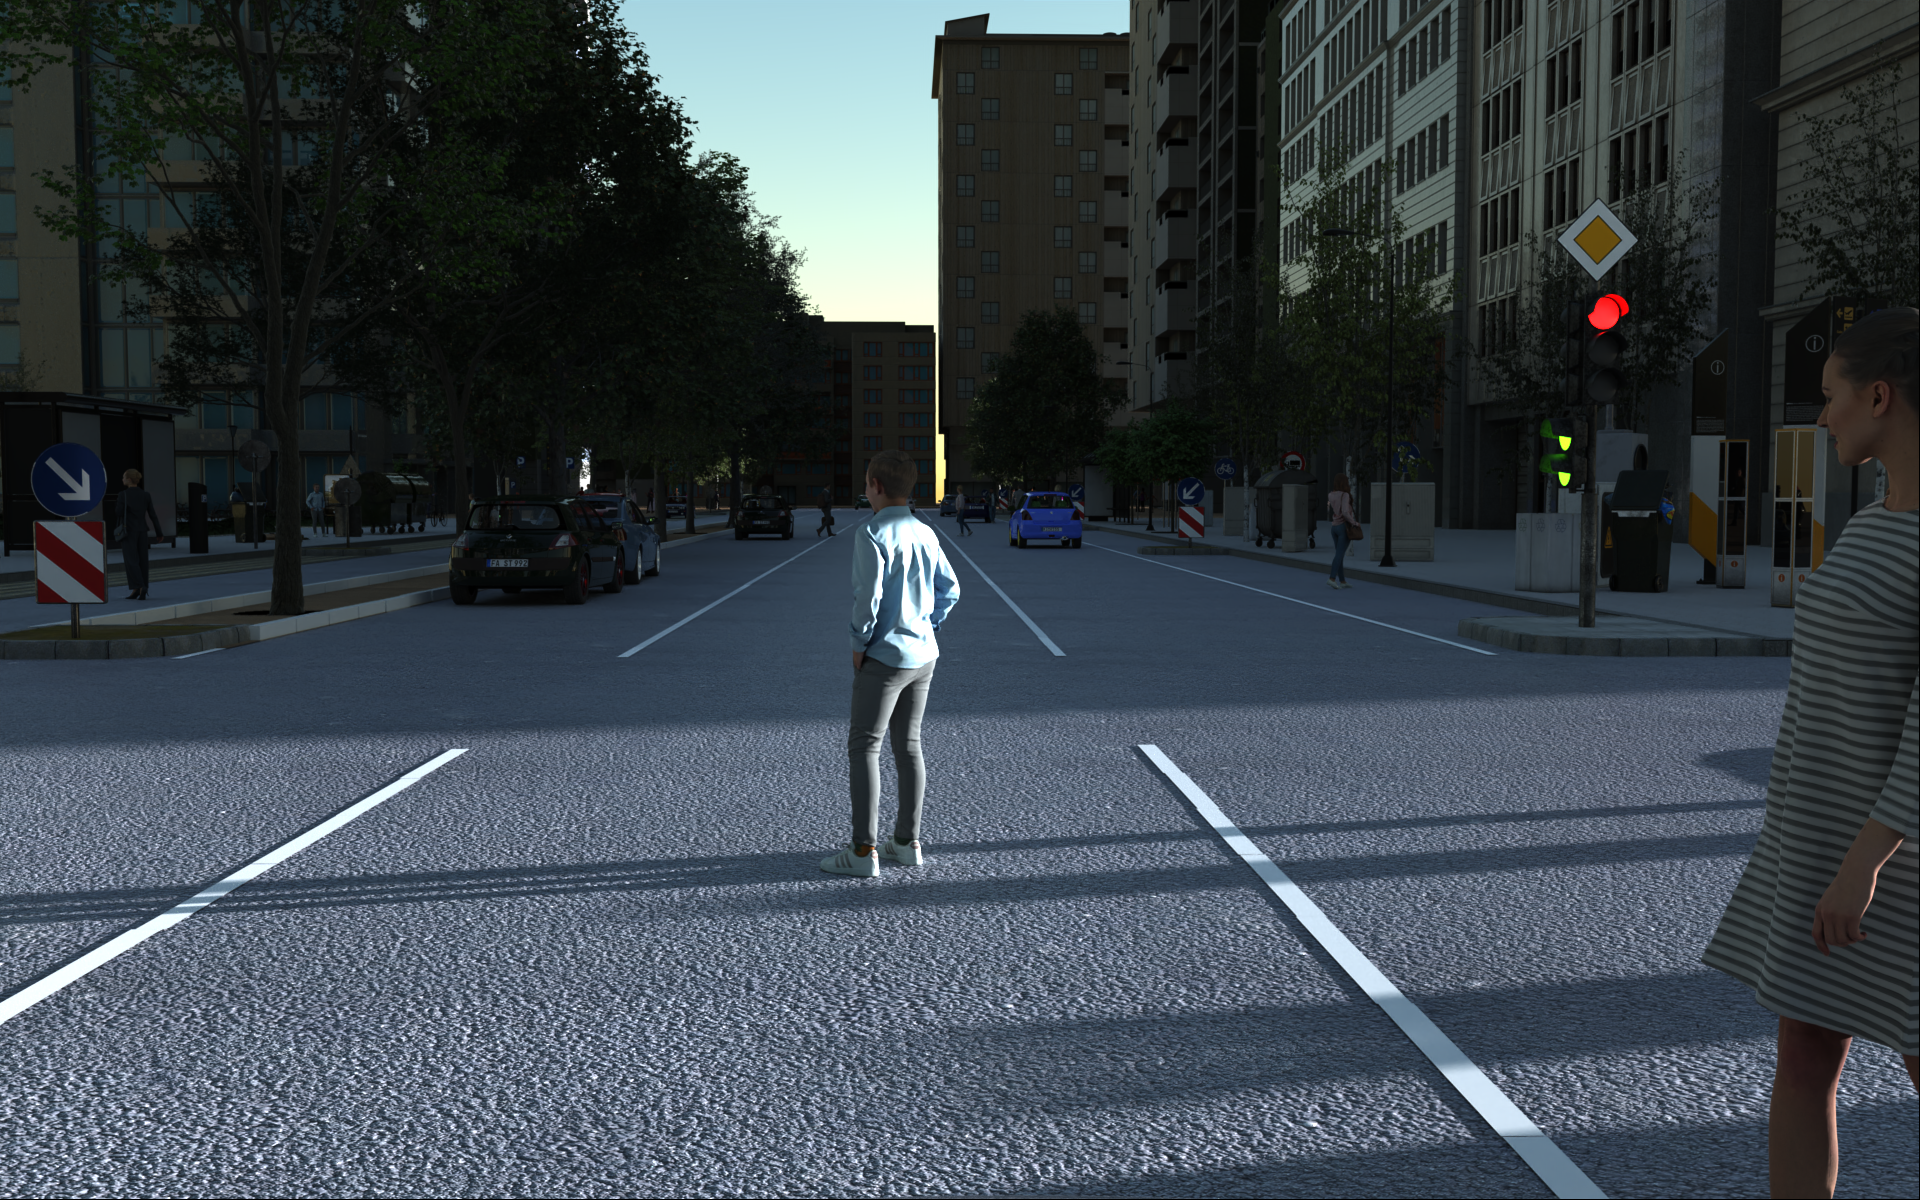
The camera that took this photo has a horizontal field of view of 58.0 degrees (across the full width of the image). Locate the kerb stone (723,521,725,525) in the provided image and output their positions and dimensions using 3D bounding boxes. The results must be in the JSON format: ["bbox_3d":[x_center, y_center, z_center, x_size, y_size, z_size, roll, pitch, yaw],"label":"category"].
[{"bbox_3d":[-10.918,-3.464,78.828,0.120,0.150,1.000,0,4,-2],"label":"kerb stone"}]

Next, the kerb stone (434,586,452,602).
[{"bbox_3d":[-7.074,-0.079,23.489,0.120,0.150,1.000,0,4,-2],"label":"kerb stone"}]

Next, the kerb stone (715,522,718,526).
[{"bbox_3d":[-10.828,-3.269,75.758,0.120,0.150,1.000,0,4,-2],"label":"kerb stone"}]

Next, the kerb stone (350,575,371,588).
[{"bbox_3d":[-9.278,-0.266,26.545,0.120,0.150,1.000,0,4,-2],"label":"kerb stone"}]

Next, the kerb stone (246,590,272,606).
[{"bbox_3d":[-9.147,-0.015,22.438,0.120,0.150,1.000,0,4,-2],"label":"kerb stone"}]

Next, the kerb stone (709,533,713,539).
[{"bbox_3d":[-8.079,-2.022,55.260,0.120,0.150,1.000,0,4,-2],"label":"kerb stone"}]

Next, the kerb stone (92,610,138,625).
[{"bbox_3d":[-9.016,0.237,18.333,0.120,0.150,1.000,0,4,-2],"label":"kerb stone"}]

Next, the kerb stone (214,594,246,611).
[{"bbox_3d":[-9.109,0.048,21.416,0.120,0.150,1.000,0,4,-2],"label":"kerb stone"}]

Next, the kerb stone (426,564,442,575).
[{"bbox_3d":[-9.406,-0.516,30.642,0.120,0.150,1.000,0,4,-2],"label":"kerb stone"}]

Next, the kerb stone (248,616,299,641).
[{"bbox_3d":[-6.889,0.296,17.352,0.120,0.150,1.000,0,4,-2],"label":"kerb stone"}]

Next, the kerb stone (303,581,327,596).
[{"bbox_3d":[-9.209,-0.140,24.483,0.120,0.150,1.000,0,4,-2],"label":"kerb stone"}]

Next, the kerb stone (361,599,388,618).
[{"bbox_3d":[-6.987,0.113,20.418,0.120,0.150,1.000,0,4,-2],"label":"kerb stone"}]

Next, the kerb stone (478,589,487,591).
[{"bbox_3d":[-7.180,-0.263,26.577,0.120,0.150,1.000,0,4,-2],"label":"kerb stone"}]

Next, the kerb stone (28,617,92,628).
[{"bbox_3d":[-8.987,0.302,17.289,0.120,0.150,1.000,0,4,-2],"label":"kerb stone"}]

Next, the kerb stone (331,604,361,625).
[{"bbox_3d":[-6.955,0.175,19.396,0.120,0.150,1.000,0,4,-2],"label":"kerb stone"}]

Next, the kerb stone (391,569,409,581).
[{"bbox_3d":[-9.341,-0.385,28.597,0.120,0.150,1.000,0,4,-2],"label":"kerb stone"}]

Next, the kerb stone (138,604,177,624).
[{"bbox_3d":[-9.049,0.177,19.359,0.120,0.150,1.000,0,4,-2],"label":"kerb stone"}]

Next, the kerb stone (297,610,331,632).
[{"bbox_3d":[-6.923,0.234,18.374,0.120,0.150,1.000,0,4,-2],"label":"kerb stone"}]

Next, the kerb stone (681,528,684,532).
[{"bbox_3d":[-10.475,-2.586,64.474,0.120,0.150,1.000,0,4,-2],"label":"kerb stone"}]

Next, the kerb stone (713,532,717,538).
[{"bbox_3d":[-8.109,-2.085,56.281,0.120,0.150,1.000,0,4,-2],"label":"kerb stone"}]

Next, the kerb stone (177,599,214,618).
[{"bbox_3d":[-9.075,0.111,20.387,0.120,0.150,1.000,0,4,-2],"label":"kerb stone"}]

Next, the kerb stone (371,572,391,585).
[{"bbox_3d":[-9.309,-0.329,27.567,0.120,0.150,1.000,0,4,-2],"label":"kerb stone"}]

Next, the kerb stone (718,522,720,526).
[{"bbox_3d":[-10.853,-3.338,76.779,0.120,0.150,1.000,0,4,-2],"label":"kerb stone"}]

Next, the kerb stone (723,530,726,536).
[{"bbox_3d":[-8.208,-2.271,59.353,0.120,0.150,1.000,0,4,-2],"label":"kerb stone"}]

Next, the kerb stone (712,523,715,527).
[{"bbox_3d":[-10.792,-3.210,74.730,0.120,0.150,1.000,0,4,-2],"label":"kerb stone"}]

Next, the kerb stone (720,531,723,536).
[{"bbox_3d":[-8.177,-2.208,58.329,0.120,0.150,1.000,0,4,-2],"label":"kerb stone"}]

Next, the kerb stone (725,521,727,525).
[{"bbox_3d":[-10.962,-3.526,79.858,0.120,0.150,1.000,0,4,-2],"label":"kerb stone"}]

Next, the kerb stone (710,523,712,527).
[{"bbox_3d":[-10.759,-3.144,73.709,0.120,0.150,1.000,0,4,-2],"label":"kerb stone"}]

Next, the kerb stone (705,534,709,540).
[{"bbox_3d":[-8.048,-1.960,54.236,0.120,0.150,1.000,0,4,-2],"label":"kerb stone"}]

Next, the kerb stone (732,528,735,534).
[{"bbox_3d":[-8.302,-2.461,62.428,0.120,0.150,1.000,0,4,-2],"label":"kerb stone"}]

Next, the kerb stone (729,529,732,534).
[{"bbox_3d":[-8.269,-2.398,61.406,0.120,0.150,1.000,0,4,-2],"label":"kerb stone"}]

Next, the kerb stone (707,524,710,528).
[{"bbox_3d":[-10.728,-3.088,72.686,0.120,0.150,1.000,0,4,-2],"label":"kerb stone"}]

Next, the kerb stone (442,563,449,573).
[{"bbox_3d":[-9.441,-0.580,31.675,0.120,0.150,1.000,0,4,-2],"label":"kerb stone"}]

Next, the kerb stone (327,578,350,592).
[{"bbox_3d":[-9.241,-0.203,25.515,0.120,0.150,1.000,0,4,-2],"label":"kerb stone"}]

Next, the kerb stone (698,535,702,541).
[{"bbox_3d":[-7.984,-1.833,52.186,0.120,0.150,1.000,0,4,-2],"label":"kerb stone"}]

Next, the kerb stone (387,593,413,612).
[{"bbox_3d":[-7.009,0.051,21.442,0.120,0.150,1.000,0,4,-2],"label":"kerb stone"}]

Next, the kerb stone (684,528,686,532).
[{"bbox_3d":[-10.502,-2.649,65.504,0.120,0.150,1.000,0,4,-2],"label":"kerb stone"}]

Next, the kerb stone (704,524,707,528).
[{"bbox_3d":[-10.699,-3.022,71.665,0.120,0.150,1.000,0,4,-2],"label":"kerb stone"}]

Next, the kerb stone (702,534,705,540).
[{"bbox_3d":[-8.018,-1.897,53.213,0.120,0.150,1.000,0,4,-2],"label":"kerb stone"}]

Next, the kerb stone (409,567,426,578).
[{"bbox_3d":[-9.376,-0.451,29.620,0.120,0.150,1.000,0,4,-2],"label":"kerb stone"}]

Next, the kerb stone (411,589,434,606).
[{"bbox_3d":[-7.059,-0.016,22.465,0.120,0.150,1.000,0,4,-2],"label":"kerb stone"}]

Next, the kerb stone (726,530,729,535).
[{"bbox_3d":[-8.245,-2.335,60.375,0.120,0.150,1.000,0,4,-2],"label":"kerb stone"}]

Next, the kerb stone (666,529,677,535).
[{"bbox_3d":[-10.407,-2.461,62.426,0.120,0.150,1.000,0,4,-2],"label":"kerb stone"}]

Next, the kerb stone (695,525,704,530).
[{"bbox_3d":[-10.672,-2.963,70.643,0.120,0.150,1.000,0,4,-2],"label":"kerb stone"}]

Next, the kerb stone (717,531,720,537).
[{"bbox_3d":[-8.146,-2.147,57.305,0.120,0.150,1.000,0,4,-2],"label":"kerb stone"}]

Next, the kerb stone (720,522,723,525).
[{"bbox_3d":[-10.894,-3.399,77.801,0.120,0.150,1.000,0,4,-2],"label":"kerb stone"}]

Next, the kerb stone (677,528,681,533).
[{"bbox_3d":[-10.431,-2.523,63.452,0.120,0.150,1.000,0,4,-2],"label":"kerb stone"}]
